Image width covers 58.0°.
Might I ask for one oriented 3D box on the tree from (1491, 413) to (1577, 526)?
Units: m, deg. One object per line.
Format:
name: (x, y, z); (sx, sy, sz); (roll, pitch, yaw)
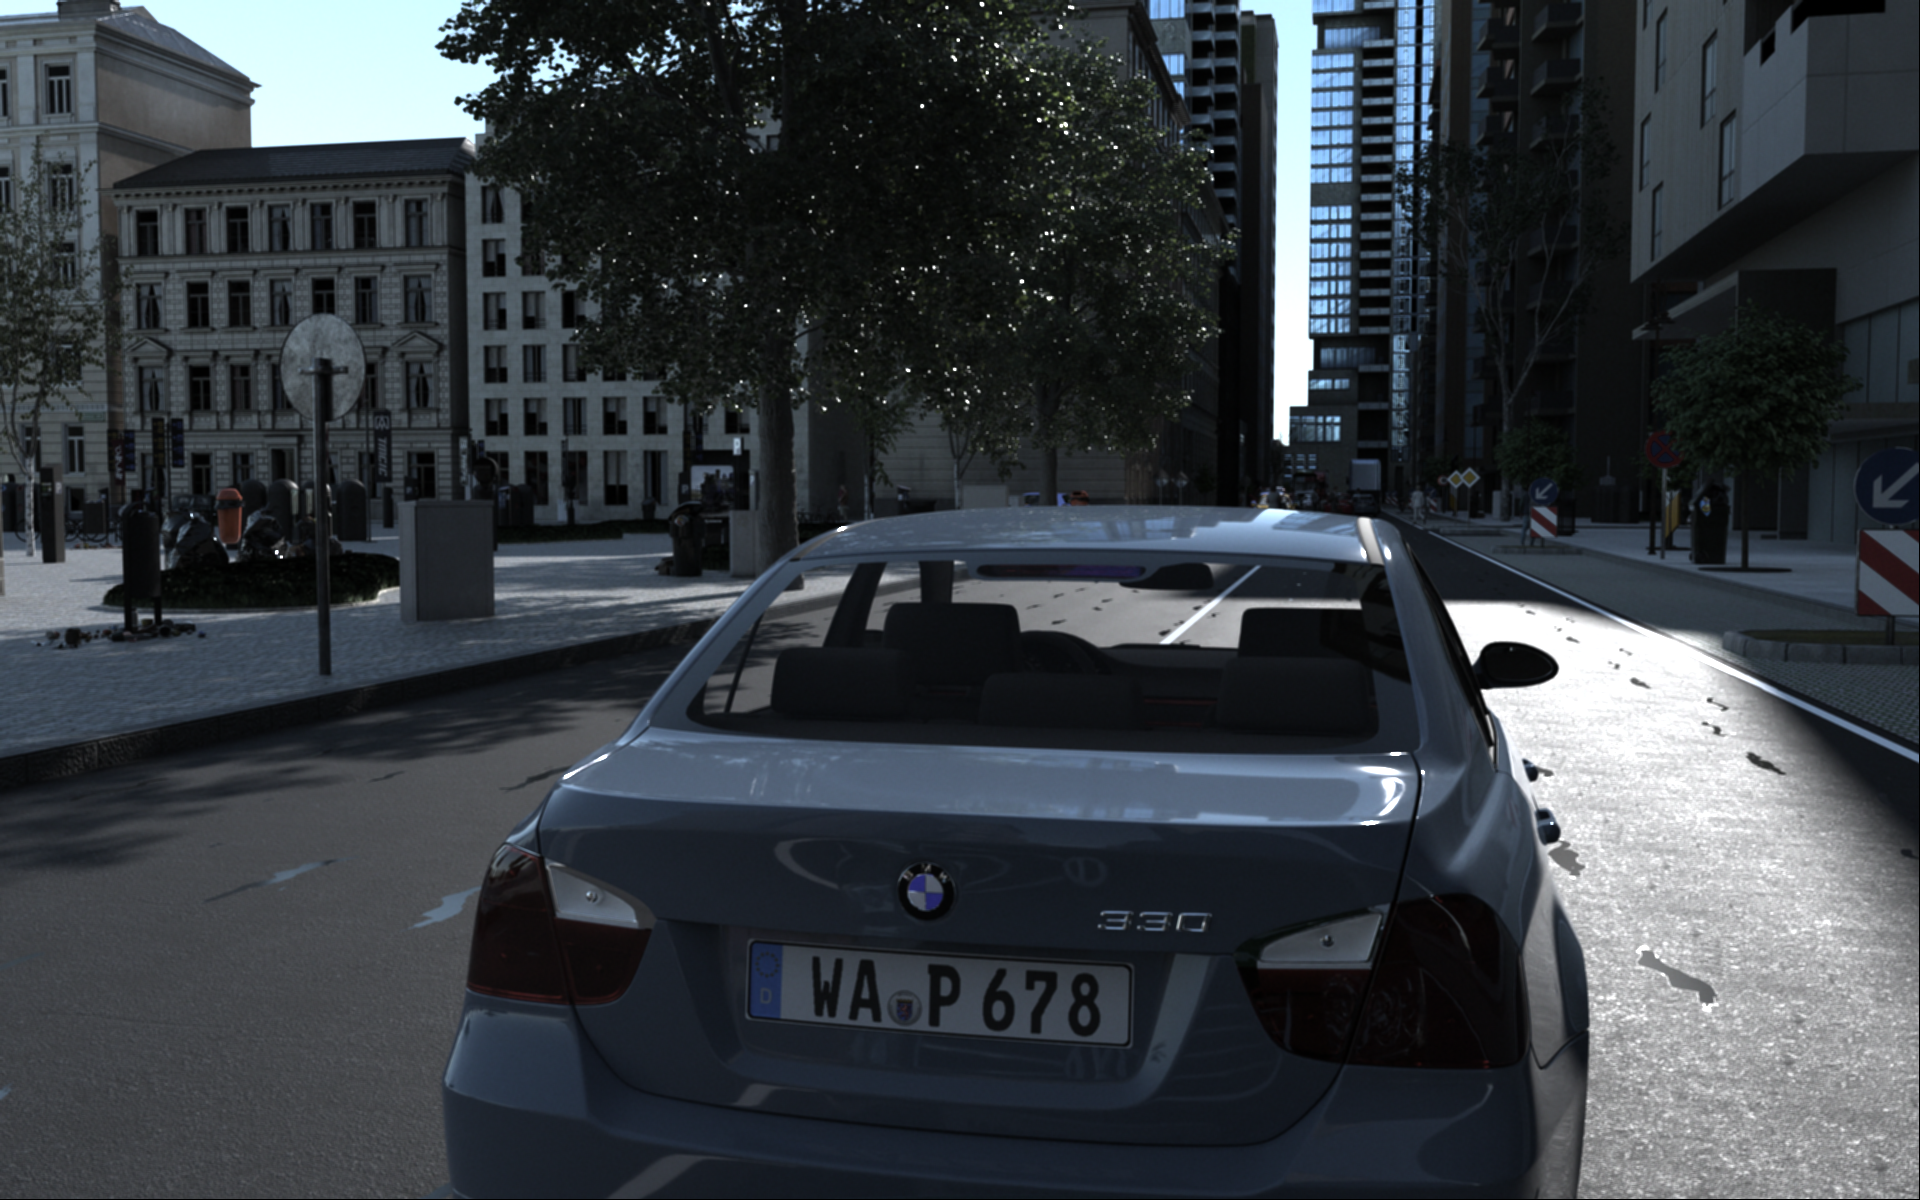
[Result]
tree: (23.280, -5.290, 70.204); (4.285, 4.588, 4.351); (0, 3, 0)

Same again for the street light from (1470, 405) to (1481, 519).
street light: (26.816, -7.186, 90.279); (0.468, 5.910, 1.993); (1, 4, 13)

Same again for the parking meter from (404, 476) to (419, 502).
parking meter: (-17.489, -3.030, 55.258); (0.399, 1.863, 0.255); (1, 4, 13)

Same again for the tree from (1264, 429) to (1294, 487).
tree: (35.992, -15.096, 197.175); (4.360, 8.622, 3.978); (0, 3, 0)

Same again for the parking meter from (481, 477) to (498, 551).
parking meter: (-10.588, -2.033, 38.948); (0.255, 1.863, 0.399); (0, 4, 5)

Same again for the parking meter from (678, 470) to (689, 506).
parking meter: (-6.330, -2.113, 40.254); (0.399, 1.863, 0.255); (1, 4, 21)

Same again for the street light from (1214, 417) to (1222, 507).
street light: (15.110, -7.876, 101.561); (0.468, 5.910, 1.993); (1, 4, 13)

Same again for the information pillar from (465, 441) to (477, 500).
information pillar: (-20.290, -4.920, 71.796); (0.504, 3.616, 0.183); (-1, 4, -11)

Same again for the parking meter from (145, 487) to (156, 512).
parking meter: (-30.574, -3.488, 65.433); (0.372, 1.533, 0.369); (0, 3, 0)

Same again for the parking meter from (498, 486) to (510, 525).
parking meter: (-14.888, -2.947, 56.596); (0.372, 1.533, 0.369); (0, 3, 0)

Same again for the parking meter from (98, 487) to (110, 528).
parking meter: (-32.421, -3.496, 65.574); (0.372, 1.533, 0.369); (0, 3, 0)

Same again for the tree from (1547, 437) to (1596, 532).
tree: (20.246, -3.891, 58.222); (1.663, 3.219, 1.824); (0, 3, 0)

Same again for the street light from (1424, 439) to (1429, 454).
street light: (38.814, -10.473, 144.023); (0.468, 5.910, 1.993); (1, 4, 13)

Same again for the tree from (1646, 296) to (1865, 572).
tree: (13.242, -2.764, 28.910); (4.285, 4.588, 4.351); (0, 3, 0)

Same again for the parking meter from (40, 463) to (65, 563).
parking meter: (-16.949, -1.629, 32.342); (0.255, 1.863, 0.399); (0, 4, 2)

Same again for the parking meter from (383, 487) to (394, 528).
parking meter: (-21.663, -3.498, 65.599); (0.372, 1.533, 0.369); (0, 3, 0)

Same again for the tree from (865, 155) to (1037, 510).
tree: (-0.069, -5.342, 37.708); (4.360, 8.622, 3.978); (0, 3, 0)

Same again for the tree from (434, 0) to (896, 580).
tree: (-2.348, -7.104, 22.812); (9.857, 13.997, 8.962); (0, 3, 0)

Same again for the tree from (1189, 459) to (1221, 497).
tree: (13.448, -6.123, 94.720); (1.663, 3.219, 1.824); (0, 3, 0)

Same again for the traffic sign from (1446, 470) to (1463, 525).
traffic sign: (20.507, -4.158, 71.633); (0.795, 2.450, 0.064); (1, 4, 13)

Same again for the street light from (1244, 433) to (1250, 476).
street light: (21.226, -9.531, 128.625); (0.468, 5.910, 1.993); (1, 4, 13)

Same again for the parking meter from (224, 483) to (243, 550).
parking meter: (-16.737, -1.927, 39.913); (0.372, 1.533, 0.369); (0, 3, 0)

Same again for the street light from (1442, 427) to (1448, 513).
street light: (32.709, -8.807, 116.789); (0.468, 5.910, 1.993); (1, 4, 13)

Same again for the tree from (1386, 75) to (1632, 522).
tree: (26.319, -13.659, 79.221); (12.611, 20.169, 13.585); (0, 3, 0)

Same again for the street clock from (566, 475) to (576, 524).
street clock: (-14.765, -3.744, 65.790); (0.358, 2.002, 0.471); (1, 4, 11)

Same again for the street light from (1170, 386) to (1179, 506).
street light: (9.099, -6.213, 74.374); (0.468, 5.910, 1.993); (1, 4, 13)

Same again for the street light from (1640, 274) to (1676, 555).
street light: (14.666, -3.898, 36.523); (0.468, 5.910, 1.993); (1, 4, 13)

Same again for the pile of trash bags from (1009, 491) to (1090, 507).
pile of trash bags: (2.459, -2.694, 53.807); (3.447, 1.369, 1.912); (2, 4, 31)

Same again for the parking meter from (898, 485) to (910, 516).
parking meter: (-1.646, -2.595, 50.832); (0.372, 1.533, 0.369); (0, 3, 0)

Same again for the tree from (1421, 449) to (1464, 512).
tree: (35.253, -8.721, 126.304); (4.285, 4.588, 4.351); (0, 3, 0)

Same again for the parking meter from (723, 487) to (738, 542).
parking meter: (-5.431, -1.994, 41.015); (0.372, 1.533, 0.369); (0, 3, 0)

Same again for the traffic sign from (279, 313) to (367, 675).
traffic sign: (-4.509, -0.741, 12.223); (0.768, 2.556, 0.104); (1, 4, 21)

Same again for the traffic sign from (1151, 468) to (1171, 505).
traffic sign: (7.697, -3.834, 66.327); (0.795, 2.450, 0.064); (1, 4, 13)

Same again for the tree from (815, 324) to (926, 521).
tree: (-3.318, -7.059, 65.774); (4.737, 8.622, 4.395); (0, 3, 0)

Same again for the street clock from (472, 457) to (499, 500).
street clock: (-9.394, -1.820, 34.327); (0.471, 2.002, 0.358); (0, 4, 1)

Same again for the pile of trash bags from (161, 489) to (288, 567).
pile of trash bags: (-11.806, -1.109, 27.891); (1.912, 1.369, 3.447); (-1, 4, -22)

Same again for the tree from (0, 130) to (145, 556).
tree: (-19.223, -5.223, 35.766); (4.360, 8.622, 3.978); (0, 3, 0)

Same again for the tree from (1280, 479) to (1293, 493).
tree: (41.631, -13.818, 220.528); (1.663, 3.219, 1.824); (0, 3, 0)

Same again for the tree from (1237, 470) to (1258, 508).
tree: (22.893, -8.743, 137.554); (1.663, 3.219, 1.824); (0, 3, 0)

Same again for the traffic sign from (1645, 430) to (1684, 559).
traffic sign: (13.868, -2.079, 34.105); (0.768, 2.556, 0.104); (1, 4, 14)

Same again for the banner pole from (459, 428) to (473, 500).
banner pole: (-18.753, -4.641, 65.896); (0.863, 3.779, 0.401); (2, 4, 33)

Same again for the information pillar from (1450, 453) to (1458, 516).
information pillar: (28.290, -6.592, 99.136); (0.504, 3.616, 0.183); (-2, 4, -25)

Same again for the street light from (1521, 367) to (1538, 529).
street light: (20.674, -5.518, 63.007); (0.468, 5.910, 1.993); (1, 4, 13)

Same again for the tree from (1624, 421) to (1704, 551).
tree: (16.367, -2.753, 39.613); (1.663, 3.219, 1.824); (0, 3, 0)

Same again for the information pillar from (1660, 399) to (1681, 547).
information pillar: (16.842, -3.032, 40.920); (0.183, 3.616, 0.504); (-1, 4, -18)

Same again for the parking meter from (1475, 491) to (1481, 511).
parking meter: (38.816, -7.425, 129.808); (0.372, 1.533, 0.369); (0, 3, 0)

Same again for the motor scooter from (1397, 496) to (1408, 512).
motor scooter: (33.391, -7.214, 130.729); (0.815, 1.314, 1.986); (1, 4, 14)

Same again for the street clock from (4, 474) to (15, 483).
street clock: (-34.073, -3.521, 62.130); (0.471, 2.002, 0.358); (3, 5, 42)

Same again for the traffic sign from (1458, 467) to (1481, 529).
traffic sign: (18.764, -3.682, 63.840); (0.795, 2.450, 0.064); (1, 4, 13)

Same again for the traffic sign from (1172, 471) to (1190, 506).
traffic sign: (9.440, -4.311, 74.120); (0.795, 2.450, 0.064); (1, 4, 13)
